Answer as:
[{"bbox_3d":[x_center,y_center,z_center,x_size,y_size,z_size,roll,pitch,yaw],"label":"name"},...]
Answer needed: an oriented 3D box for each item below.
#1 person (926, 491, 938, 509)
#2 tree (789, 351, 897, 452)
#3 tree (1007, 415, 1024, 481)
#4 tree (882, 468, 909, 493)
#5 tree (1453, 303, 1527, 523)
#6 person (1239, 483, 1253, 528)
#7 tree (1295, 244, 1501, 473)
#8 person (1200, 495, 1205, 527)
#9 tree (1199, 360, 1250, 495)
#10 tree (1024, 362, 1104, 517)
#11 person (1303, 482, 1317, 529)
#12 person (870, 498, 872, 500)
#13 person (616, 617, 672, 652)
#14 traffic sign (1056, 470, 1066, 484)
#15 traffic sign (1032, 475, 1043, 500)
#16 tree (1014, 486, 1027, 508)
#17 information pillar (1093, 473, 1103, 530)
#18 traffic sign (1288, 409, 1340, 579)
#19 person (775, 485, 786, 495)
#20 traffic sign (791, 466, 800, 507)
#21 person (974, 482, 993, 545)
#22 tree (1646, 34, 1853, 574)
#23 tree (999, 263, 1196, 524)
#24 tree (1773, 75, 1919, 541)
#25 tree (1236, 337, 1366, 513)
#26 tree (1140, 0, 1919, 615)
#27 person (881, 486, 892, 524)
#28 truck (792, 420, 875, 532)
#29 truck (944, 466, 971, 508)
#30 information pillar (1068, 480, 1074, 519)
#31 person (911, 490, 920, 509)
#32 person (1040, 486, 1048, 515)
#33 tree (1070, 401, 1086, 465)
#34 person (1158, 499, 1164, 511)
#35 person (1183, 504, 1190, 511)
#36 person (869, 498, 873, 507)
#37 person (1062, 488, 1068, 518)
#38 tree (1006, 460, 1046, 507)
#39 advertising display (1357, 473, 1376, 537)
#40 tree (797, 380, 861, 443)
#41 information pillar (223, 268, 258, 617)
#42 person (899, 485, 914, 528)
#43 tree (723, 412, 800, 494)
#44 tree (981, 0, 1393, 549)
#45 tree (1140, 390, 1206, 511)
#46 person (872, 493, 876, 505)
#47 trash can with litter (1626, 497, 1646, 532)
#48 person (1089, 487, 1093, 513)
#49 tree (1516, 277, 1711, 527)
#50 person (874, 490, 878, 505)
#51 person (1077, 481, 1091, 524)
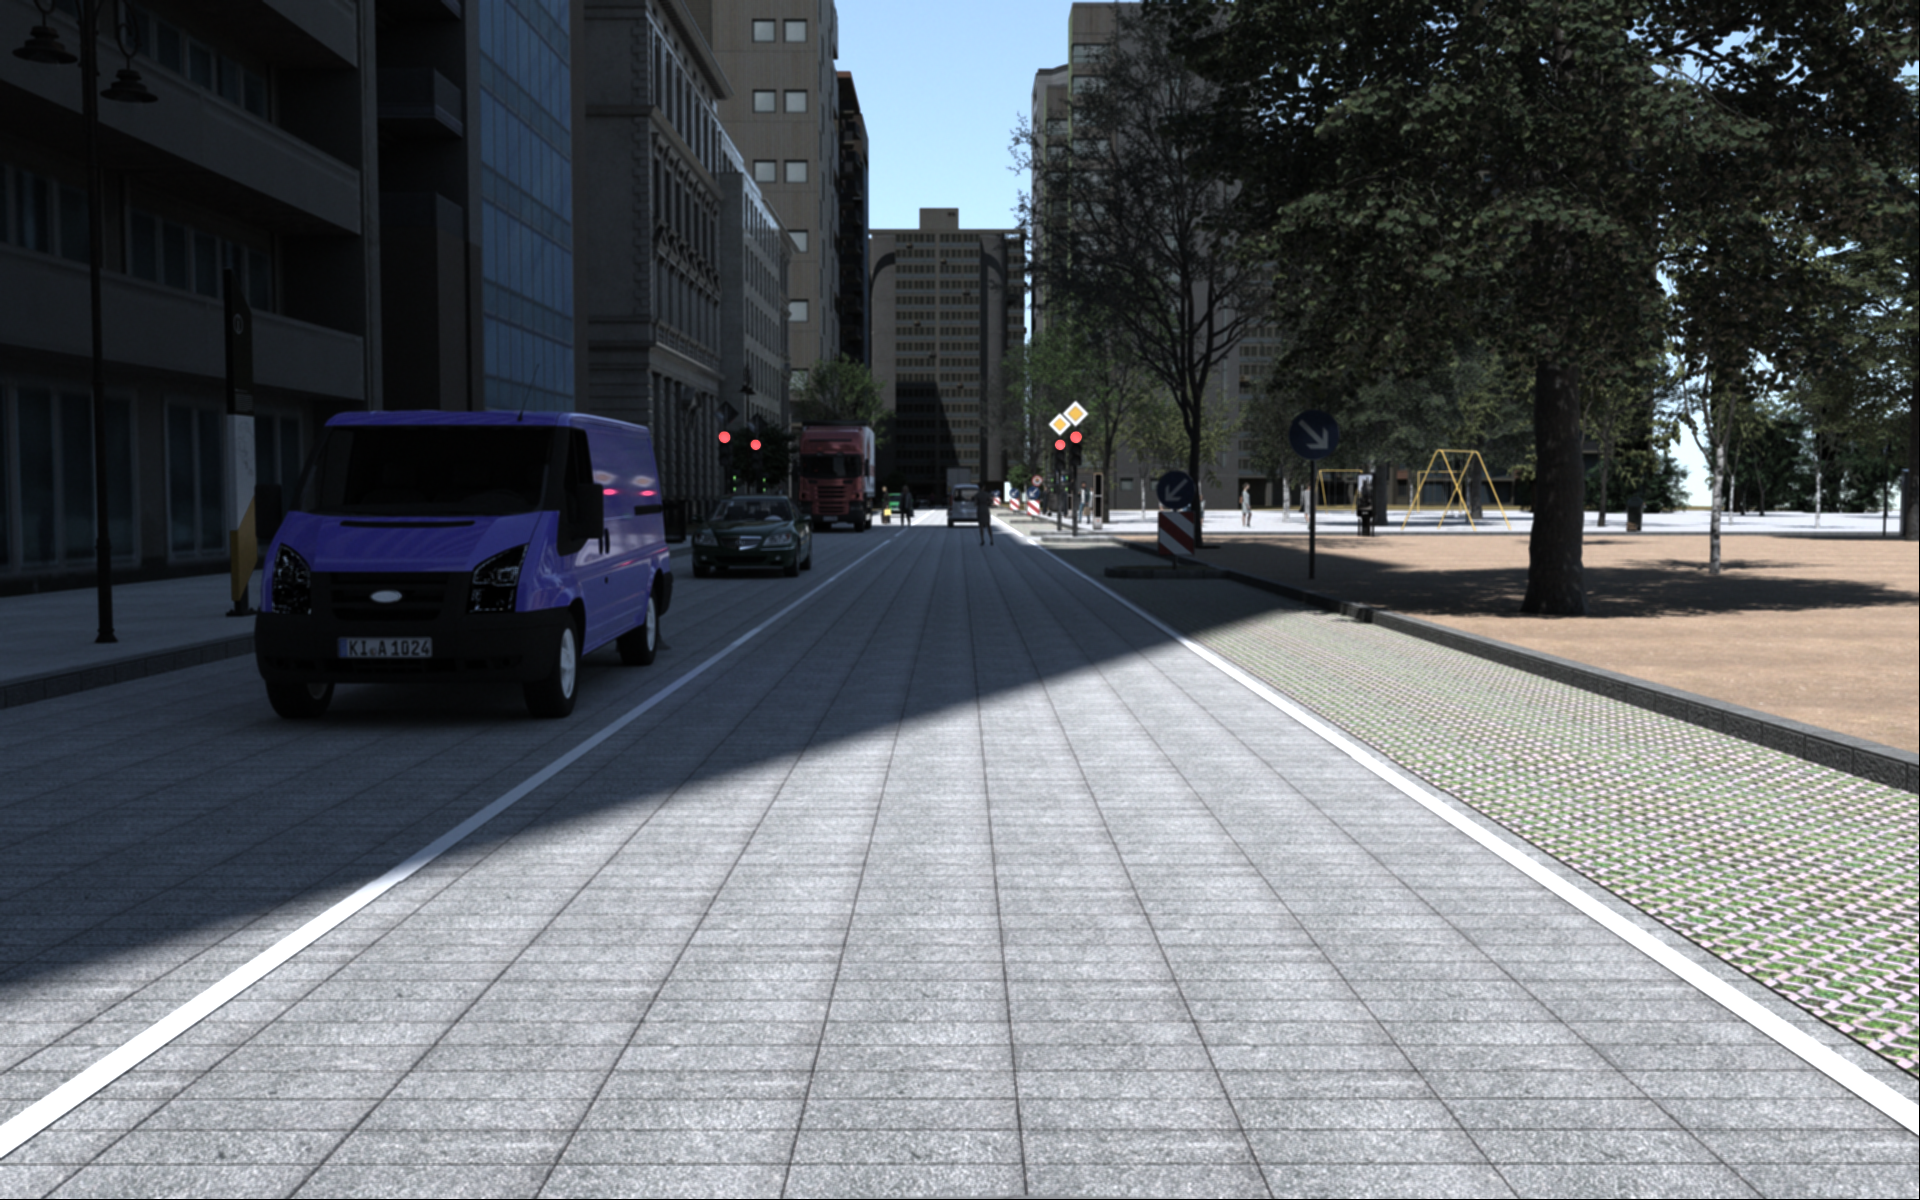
[{"bbox_3d":[-2.580,-9.309,161.382,1.217,1.739,0.721,-1,4,-9],"label":"person"},{"bbox_3d":[-8.586,-12.322,127.226,9.928,11.665,9.643,0,3,0],"label":"tree"},{"bbox_3d":[5.504,-11.716,141.926,4.360,8.622,3.978,0,3,0],"label":"tree"},{"bbox_3d":[-7.705,-13.928,211.438,4.285,4.588,4.351,0,3,0],"label":"tree"},{"bbox_3d":[14.959,-5.607,42.032,4.737,8.622,4.395,0,3,0],"label":"tree"},{"bbox_3d":[10.770,-3.558,65.215,0.522,1.701,0.512,1,4,14],"label":"person"},{"bbox_3d":[25.172,-14.969,100.630,12.611,20.169,13.585,0,3,0],"label":"tree"},{"bbox_3d":[9.509,-3.512,68.150,0.332,1.250,0.352,1,4,14],"label":"person"},{"bbox_3d":[13.200,-8.770,93.745,4.737,8.622,4.395,0,3,0],"label":"tree"},{"bbox_3d":[5.950,-8.859,95.209,4.360,8.622,3.978,0,3,0],"label":"tree"},{"bbox_3d":[12.710,-3.431,62.885,0.466,1.731,0.760,0,4,1],"label":"person"},{"bbox_3d":[-7.411,-8.009,137.539,0.990,1.755,0.434,3,4,38],"label":"person"},{"bbox_3d":[-2.992,-0.441,15.899,0.537,1.800,0.526,2,4,30],"label":"person"},{"bbox_3d":[5.186,-5.514,90.264,0.768,2.556,0.104,0,4,5],"label":"traffic sign"},{"bbox_3d":[5.174,-7.084,115.933,0.768,2.556,0.104,1,4,9],"label":"traffic sign"},{"bbox_3d":[6.128,-10.275,162.592,1.663,3.219,1.824,0,3,0],"label":"tree"},{"bbox_3d":[4.918,-3.509,61.866,0.304,2.012,0.304,0,4,-4],"label":"information pillar"},{"bbox_3d":[5.328,-1.593,26.149,0.768,2.556,0.104,0,4,8],"label":"traffic sign"},{"bbox_3d":[-9.340,-5.129,90.294,0.661,1.777,0.834,-1,4,-15],"label":"person"},{"bbox_3d":[-7.189,-4.722,77.310,0.768,2.556,0.104,0,4,6],"label":"traffic sign"},{"bbox_3d":[0.661,-2.415,48.326,0.599,1.781,0.374,-1,4,-13],"label":"person"},{"bbox_3d":[12.185,-4.727,27.642,4.737,8.622,4.395,0,3,0],"label":"tree"},{"bbox_3d":[6.432,-9.139,75.170,9.928,11.665,9.643,0,3,0],"label":"tree"},{"bbox_3d":[25.802,-7.862,46.666,7.486,12.596,7.792,0,3,0],"label":"tree"},{"bbox_3d":[24.074,-12.455,120.639,9.611,12.733,9.660,0,3,0],"label":"tree"},{"bbox_3d":[6.363,-6.826,18.254,9.857,13.997,8.962,0,3,0],"label":"tree"},{"bbox_3d":[-3.514,-4.532,82.810,0.699,1.804,1.509,0,4,8],"label":"person"},{"bbox_3d":[-4.788,-4.849,68.200,2.839,4.237,11.283,0,4,-1],"label":"truck"},{"bbox_3d":[-0.192,-11.635,179.138,2.839,4.237,11.283,0,4,-1],"label":"truck"},{"bbox_3d":[5.843,-5.264,90.565,0.304,2.012,0.304,-3,5,-44],"label":"information pillar"},{"bbox_3d":[-4.421,-9.886,170.144,0.705,1.822,1.348,3,5,42],"label":"person"},{"bbox_3d":[5.129,-6.051,105.401,0.534,1.772,0.576,2,4,31],"label":"person"},{"bbox_3d":[9.431,-10.316,119.032,4.737,8.622,4.395,0,3,0],"label":"tree"},{"bbox_3d":[12.066,-5.889,103.078,0.466,1.731,0.760,-1,4,-16],"label":"person"},{"bbox_3d":[8.760,-3.686,66.579,0.793,1.790,0.793,0,4,4],"label":"person"},{"bbox_3d":[-9.015,-10.365,176.248,0.721,1.736,1.217,2,4,27],"label":"person"},{"bbox_3d":[5.681,-5.317,93.397,0.534,1.772,0.576,3,5,42],"label":"person"},{"bbox_3d":[6.318,-11.900,178.275,4.285,4.588,4.351,0,3,0],"label":"tree"},{"bbox_3d":[12.270,-2.880,52.298,0.123,1.923,0.974,-1,4,-15],"label":"advertising display"},{"bbox_3d":[-8.271,-9.821,110.930,4.360,8.622,3.978,0,3,0],"label":"tree"},{"bbox_3d":[-7.585,-1.646,18.264,0.183,3.616,0.504,0,4,1],"label":"information pillar"},{"bbox_3d":[-2.199,-3.884,72.187,0.709,1.800,0.728,1,4,22],"label":"person"},{"bbox_3d":[-7.910,-5.222,69.088,4.285,4.588,4.351,0,3,0],"label":"tree"},{"bbox_3d":[5.494,-7.980,40.847,12.009,13.543,11.850,0,3,0],"label":"tree"},{"bbox_3d":[14.975,-10.455,121.297,4.360,8.622,3.978,0,3,0],"label":"tree"},{"bbox_3d":[-9.926,-11.728,199.257,0.593,1.643,0.415,2,4,28],"label":"person"},{"bbox_3d":[23.269,-2.951,59.644,0.624,1.170,1.055,2,4,26],"label":"trash can with litter"},{"bbox_3d":[8.760,-6.680,115.831,0.480,1.755,0.524,2,4,26],"label":"person"},{"bbox_3d":[25.589,-8.160,67.834,7.601,10.594,8.767,0,4,6],"label":"tree"},{"bbox_3d":[-9.835,-11.859,200.483,0.434,1.755,0.990,-2,4,-32],"label":"person"},{"bbox_3d":[5.329,-4.155,73.961,0.713,1.824,0.794,-3,5,-42],"label":"person"}]
